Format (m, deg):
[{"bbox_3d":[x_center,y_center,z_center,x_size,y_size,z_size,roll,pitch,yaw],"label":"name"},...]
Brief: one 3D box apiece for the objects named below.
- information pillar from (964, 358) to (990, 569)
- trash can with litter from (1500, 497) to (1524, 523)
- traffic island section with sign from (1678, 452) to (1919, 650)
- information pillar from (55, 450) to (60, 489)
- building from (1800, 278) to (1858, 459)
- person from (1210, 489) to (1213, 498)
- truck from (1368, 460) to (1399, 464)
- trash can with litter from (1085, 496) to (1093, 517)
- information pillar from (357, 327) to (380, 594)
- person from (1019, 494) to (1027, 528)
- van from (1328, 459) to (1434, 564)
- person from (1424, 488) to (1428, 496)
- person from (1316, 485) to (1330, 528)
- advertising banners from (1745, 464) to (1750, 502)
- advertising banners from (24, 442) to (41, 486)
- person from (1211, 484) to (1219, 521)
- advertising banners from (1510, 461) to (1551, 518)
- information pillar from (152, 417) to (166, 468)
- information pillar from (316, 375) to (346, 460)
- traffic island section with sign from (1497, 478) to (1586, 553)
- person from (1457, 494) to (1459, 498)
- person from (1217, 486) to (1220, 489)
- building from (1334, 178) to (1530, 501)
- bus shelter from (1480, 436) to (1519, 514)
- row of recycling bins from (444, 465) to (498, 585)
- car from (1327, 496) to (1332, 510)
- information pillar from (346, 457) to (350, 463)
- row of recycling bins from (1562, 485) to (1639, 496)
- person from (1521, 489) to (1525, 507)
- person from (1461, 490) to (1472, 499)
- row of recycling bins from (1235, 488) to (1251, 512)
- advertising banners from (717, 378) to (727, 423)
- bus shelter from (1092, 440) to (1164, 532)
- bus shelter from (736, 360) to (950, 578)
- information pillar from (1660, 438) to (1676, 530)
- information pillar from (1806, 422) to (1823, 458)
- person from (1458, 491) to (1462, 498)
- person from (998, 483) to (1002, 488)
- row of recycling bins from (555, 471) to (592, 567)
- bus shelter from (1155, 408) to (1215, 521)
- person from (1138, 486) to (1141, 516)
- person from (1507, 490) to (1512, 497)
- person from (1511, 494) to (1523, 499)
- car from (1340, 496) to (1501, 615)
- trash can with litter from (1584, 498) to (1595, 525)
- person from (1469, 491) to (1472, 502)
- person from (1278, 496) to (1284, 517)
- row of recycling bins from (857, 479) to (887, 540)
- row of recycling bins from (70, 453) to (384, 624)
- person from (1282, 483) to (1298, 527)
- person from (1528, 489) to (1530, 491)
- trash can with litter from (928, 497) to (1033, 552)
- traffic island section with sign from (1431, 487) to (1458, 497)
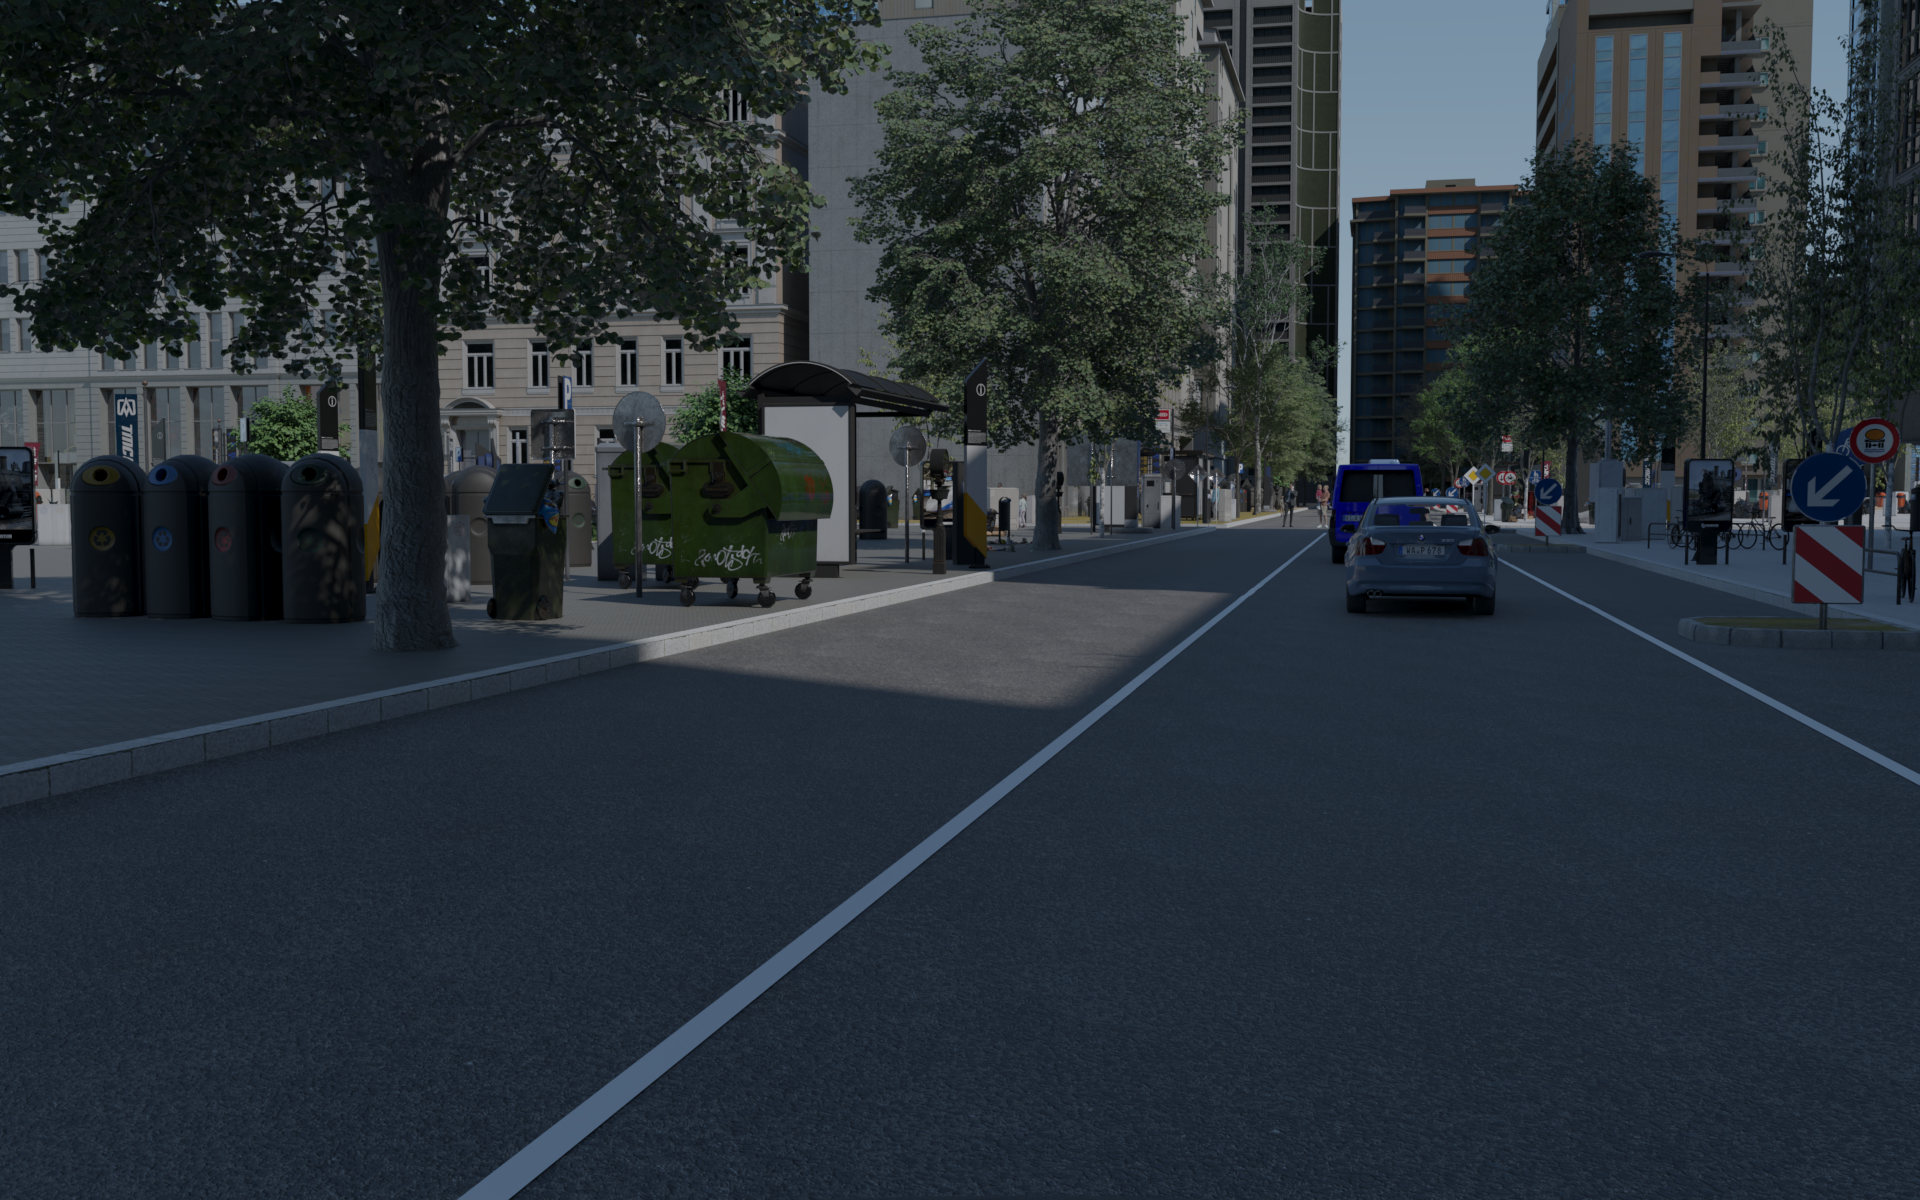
[{"bbox_3d":[0.276,-2.347,29.725,0.504,3.616,0.183,-3,5,-42],"label":"information pillar"},{"bbox_3d":[24.839,-4.082,78.122,0.624,1.170,1.055,-1,4,-14],"label":"trash can with litter"},{"bbox_3d":[8.220,-0.514,17.035,1.989,1.847,2.006,1,4,13],"label":"traffic island section with sign"},{"bbox_3d":[-47.666,-6.126,91.507,0.183,3.616,0.504,-3,5,-45],"label":"information pillar"},{"bbox_3d":[111.695,-28.051,230.338,14.107,30.474,14.160,1,4,13],"label":"building"},{"bbox_3d":[15.416,-6.188,107.059,0.661,1.843,0.795,-2,4,-31],"label":"person"},{"bbox_3d":[31.819,-8.525,129.135,2.967,4.110,18.799,1,4,11],"label":"truck"},{"bbox_3d":[7.481,-5.154,95.651,1.055,1.170,0.624,-2,4,-27],"label":"trash can with litter"},{"bbox_3d":[-7.664,-1.901,22.429,0.183,3.616,0.504,0,4,0],"label":"information pillar"},{"bbox_3d":[2.343,-3.402,65.951,0.394,1.301,0.425,2,4,28],"label":"person"},{"bbox_3d":[9.011,-2.004,37.152,2.240,2.365,5.245,1,4,15],"label":"van"},{"bbox_3d":[26.640,-5.475,98.593,0.524,1.755,0.480,-2,4,-25],"label":"person"},{"bbox_3d":[15.435,-3.998,73.845,0.580,1.828,0.573,0,4,-4],"label":"person"},{"bbox_3d":[46.569,-6.501,102.472,0.090,3.025,2.074,2,4,31],"label":"advertising banners"},{"bbox_3d":[-31.698,-3.763,57.717,0.090,3.025,2.074,3,5,43],"label":"advertising banners"},{"bbox_3d":[12.254,-4.695,82.661,0.748,1.841,0.638,0,4,-3],"label":"person"},{"bbox_3d":[29.961,-5.794,90.919,2.074,3.025,0.090,0,4,4],"label":"advertising banners"},{"bbox_3d":[-24.493,-3.773,53.048,0.504,3.616,0.183,1,4,22],"label":"information pillar"},{"bbox_3d":[-12.171,-2.573,33.418,0.183,3.616,0.504,2,4,24],"label":"information pillar"},{"bbox_3d":[14.497,-2.118,43.252,1.989,1.847,2.006,1,4,13],"label":"traffic island section with sign"},{"bbox_3d":[50.522,-10.345,176.095,0.530,1.710,0.541,-1,4,-14],"label":"person"},{"bbox_3d":[15.392,-5.832,102.074,0.731,1.740,0.598,-1,4,-21],"label":"person"},{"bbox_3d":[67.829,-36.029,243.700,28.867,44.769,22.147,1,4,13],"label":"building"},{"bbox_3d":[35.656,-8.387,114.767,2.179,5.291,8.768,1,4,14],"label":"bus shelter"},{"bbox_3d":[-8.146,-1.101,25.122,3.534,1.692,1.069,1,4,18],"label":"row of recycling bins"},{"bbox_3d":[29.417,-7.557,136.132,1.945,1.354,3.894,1,4,15],"label":"car"},{"bbox_3d":[-31.265,-5.923,88.203,0.183,3.616,0.504,2,4,32],"label":"information pillar"},{"bbox_3d":[30.011,-4.523,81.067,3.534,1.692,1.069,1,4,17],"label":"row of recycling bins"},{"bbox_3d":[55.914,-10.166,172.353,1.348,1.812,0.705,2,4,24],"label":"person"},{"bbox_3d":[51.698,-10.385,176.553,1.217,1.736,0.721,2,4,25],"label":"person"},{"bbox_3d":[19.805,-7.090,123.041,1.069,1.692,3.534,2,4,27],"label":"row of recycling bins"},{"bbox_3d":[-3.550,-1.901,27.270,0.090,3.025,2.074,0,4,6],"label":"advertising banners"},{"bbox_3d":[5.830,-4.104,61.016,2.014,3.302,5.546,1,4,14],"label":"bus shelter"},{"bbox_3d":[-1.802,-2.142,28.941,2.014,3.302,5.546,1,4,13],"label":"bus shelter"},{"bbox_3d":[25.209,-4.299,61.641,0.504,3.616,0.183,2,4,23],"label":"information pillar"},{"bbox_3d":[27.453,-3.935,55.685,0.504,3.616,0.183,1,4,10],"label":"information pillar"},{"bbox_3d":[61.319,-12.565,212.305,0.721,1.723,1.217,2,4,35],"label":"person"},{"bbox_3d":[1.787,-4.400,78.171,0.419,1.800,0.721,-2,4,-28],"label":"person"},{"bbox_3d":[-8.253,-1.415,30.254,3.534,1.692,1.069,-1,4,-20],"label":"row of recycling bins"},{"bbox_3d":[10.827,-6.494,83.816,2.179,5.291,8.768,1,4,14],"label":"bus shelter"},{"bbox_3d":[10.514,-5.782,101.001,0.534,1.772,0.576,1,4,12],"label":"person"},{"bbox_3d":[53.396,-9.940,169.355,1.217,1.735,0.721,3,5,41],"label":"person"},{"bbox_3d":[46.751,-8.543,145.705,1.348,1.826,0.705,-2,4,-25],"label":"person"},{"bbox_3d":[5.828,-0.610,21.972,2.014,1.417,4.499,1,4,14],"label":"car"},{"bbox_3d":[26.529,-3.705,71.963,1.055,1.170,0.624,-1,4,-23],"label":"trash can with litter"},{"bbox_3d":[58.768,-11.737,198.645,1.217,1.736,0.721,1,4,10],"label":"person"},{"bbox_3d":[20.384,-5.925,109.653,0.475,1.303,0.640,1,4,13],"label":"person"},{"bbox_3d":[-3.799,-2.568,49.100,3.534,1.692,1.069,0,4,6],"label":"row of recycling bins"},{"bbox_3d":[-7.697,-0.663,17.953,3.534,1.692,1.069,1,4,19],"label":"row of recycling bins"},{"bbox_3d":[14.341,-4.124,75.281,0.648,1.900,0.474,1,4,10],"label":"person"},{"bbox_3d":[50.286,-8.945,153.232,0.436,1.711,0.756,-2,4,-30],"label":"person"},{"bbox_3d":[0.530,-1.697,38.810,2.233,1.210,1.678,2,4,26],"label":"trash can with litter"},{"bbox_3d":[27.229,-5.365,96.344,1.989,1.847,2.006,1,4,13],"label":"traffic island section with sign"}]
